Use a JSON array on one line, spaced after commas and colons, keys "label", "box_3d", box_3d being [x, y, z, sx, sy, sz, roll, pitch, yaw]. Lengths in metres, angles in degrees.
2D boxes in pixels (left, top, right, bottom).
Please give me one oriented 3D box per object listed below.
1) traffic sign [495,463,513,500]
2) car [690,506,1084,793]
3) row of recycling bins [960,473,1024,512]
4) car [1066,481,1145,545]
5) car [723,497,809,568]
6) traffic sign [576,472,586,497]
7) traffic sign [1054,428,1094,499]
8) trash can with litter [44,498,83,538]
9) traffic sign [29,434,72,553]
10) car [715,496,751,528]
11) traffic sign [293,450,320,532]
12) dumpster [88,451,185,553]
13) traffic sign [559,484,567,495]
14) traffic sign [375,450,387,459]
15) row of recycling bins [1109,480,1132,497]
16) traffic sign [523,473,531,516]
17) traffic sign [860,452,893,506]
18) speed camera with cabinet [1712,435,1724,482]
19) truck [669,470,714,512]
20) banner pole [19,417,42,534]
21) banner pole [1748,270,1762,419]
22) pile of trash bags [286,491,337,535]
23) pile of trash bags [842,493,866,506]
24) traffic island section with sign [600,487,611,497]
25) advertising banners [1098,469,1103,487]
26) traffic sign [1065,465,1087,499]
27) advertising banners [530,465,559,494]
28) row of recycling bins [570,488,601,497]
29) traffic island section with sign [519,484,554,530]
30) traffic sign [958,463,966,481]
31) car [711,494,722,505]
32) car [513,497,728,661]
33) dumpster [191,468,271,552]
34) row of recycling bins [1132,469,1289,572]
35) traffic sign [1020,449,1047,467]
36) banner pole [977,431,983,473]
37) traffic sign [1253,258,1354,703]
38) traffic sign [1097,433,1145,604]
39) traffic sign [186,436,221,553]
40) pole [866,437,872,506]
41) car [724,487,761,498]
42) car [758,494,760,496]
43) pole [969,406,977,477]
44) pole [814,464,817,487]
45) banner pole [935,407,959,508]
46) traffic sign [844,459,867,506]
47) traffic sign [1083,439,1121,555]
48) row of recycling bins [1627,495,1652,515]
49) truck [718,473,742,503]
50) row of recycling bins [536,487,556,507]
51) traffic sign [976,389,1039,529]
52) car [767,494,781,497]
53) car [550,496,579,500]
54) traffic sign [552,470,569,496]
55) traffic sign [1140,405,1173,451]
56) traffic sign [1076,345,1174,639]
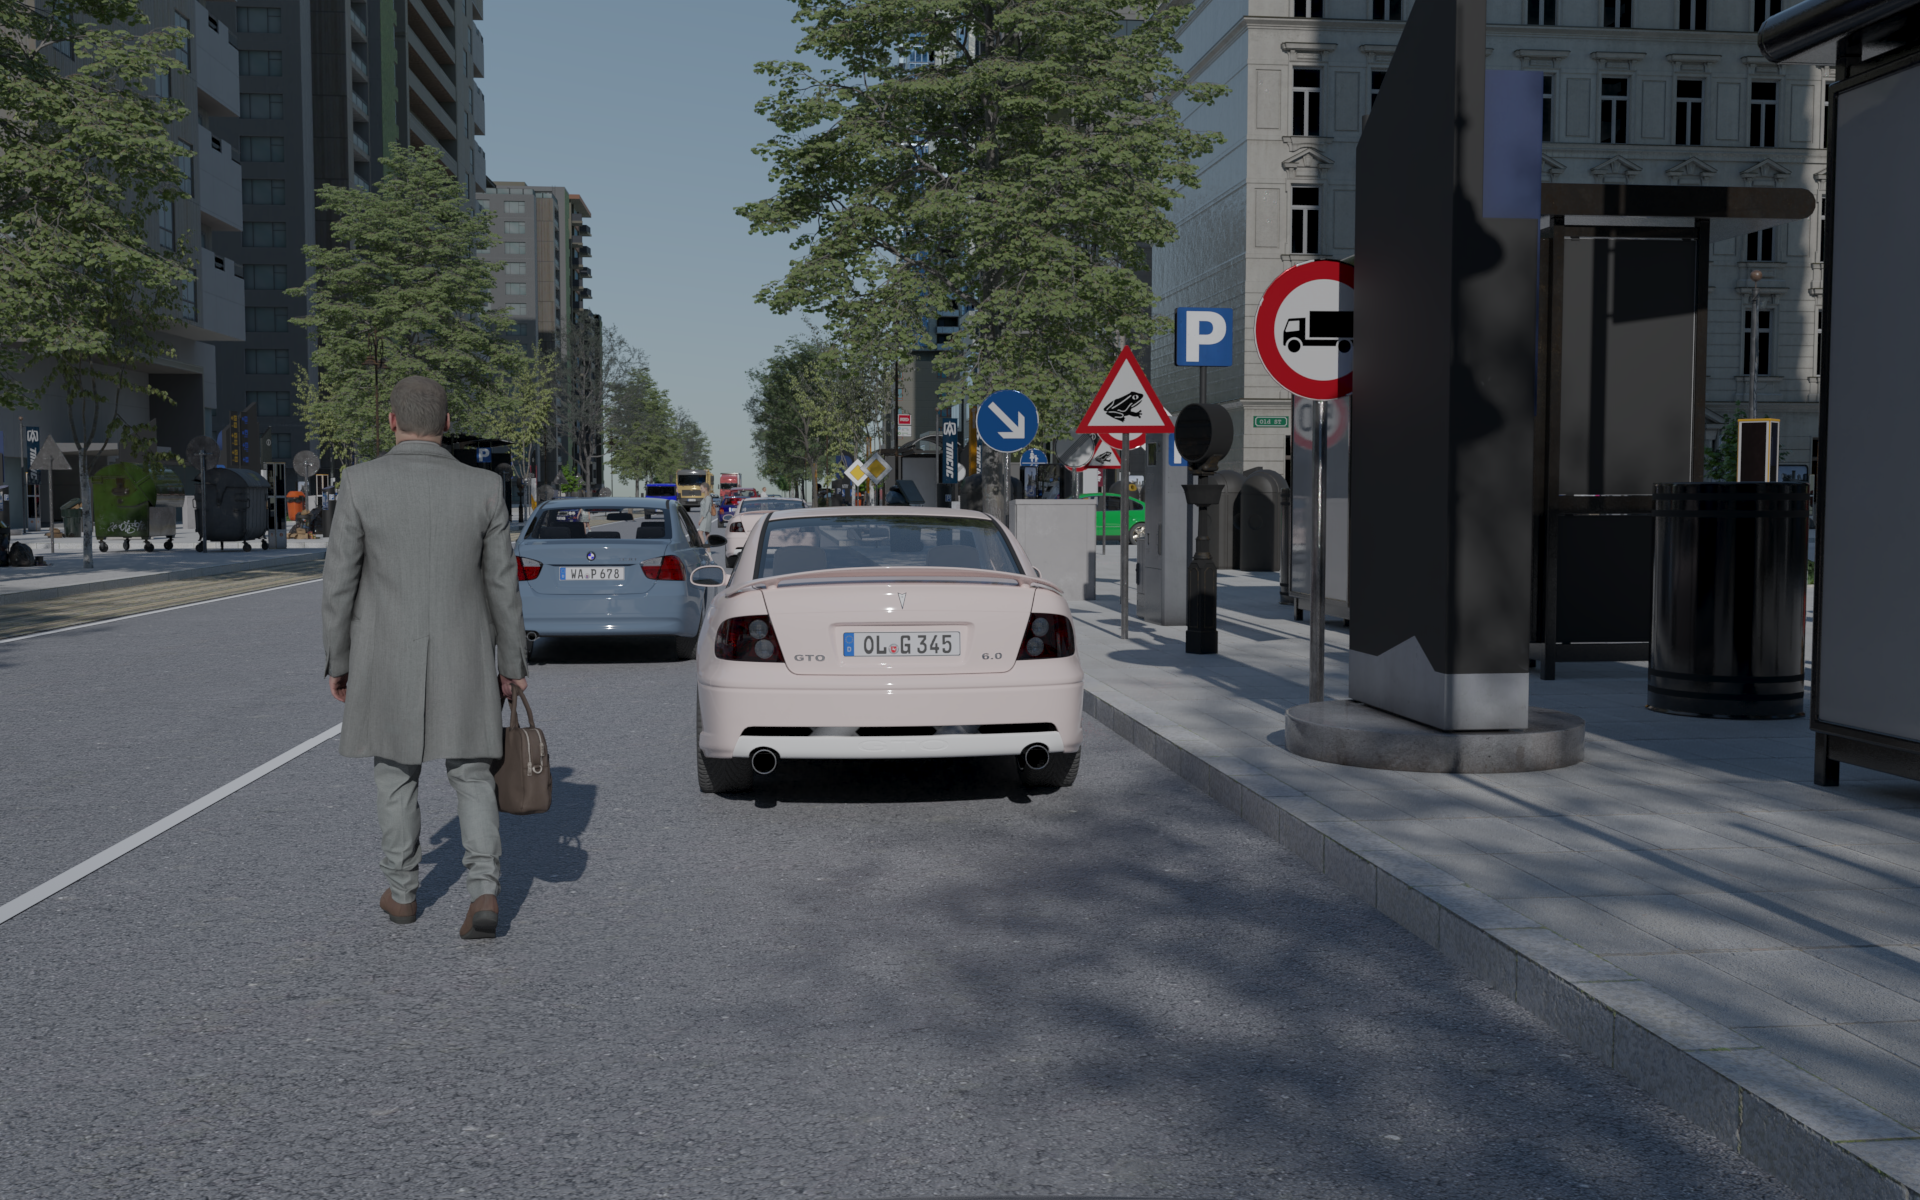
[{"label": "traffic sign", "box_3d": [-18.780, -4.357, 71.347, 0.768, 2.556, 0.104, 0, 4, 1]}, {"label": "car", "box_3d": [-0.492, 0.159, 9.762, 2.083, 1.381, 4.827, 0, 4, -6]}, {"label": "row of recycling bins", "box_3d": [0.713, -1.727, 35.341, 1.069, 1.692, 3.534, 1, 4, 11]}, {"label": "car", "box_3d": [3.393, -2.314, 46.638, 4.718, 1.807, 1.959, 0, 4, -6]}, {"label": "car", "box_3d": [-3.760, -1.384, 34.991, 2.083, 1.381, 4.827, 0, 4, -5]}, {"label": "traffic sign", "box_3d": [-22.757, -6.320, 103.337, 0.884, 2.594, 0.081, 0, 4, -4]}, {"label": "traffic sign", "box_3d": [2.192, -2.028, 33.265, 0.768, 2.556, 0.104, 0, 4, -1]}, {"label": "trash can with litter", "box_3d": [-26.189, -2.405, 50.701, 0.624, 1.170, 1.055, 2, 4, 32]}, {"label": "traffic sign", "box_3d": [-19.770, -2.304, 37.667, 0.884, 2.594, 0.081, 0, 4, -5]}, {"label": "car", "box_3d": [-9.601, -3.806, 74.807, 1.945, 1.354, 3.894, 0, 4, -7]}, {"label": "traffic sign", "box_3d": [-19.055, -3.083, 50.507, 0.768, 2.556, 0.104, 0, 4, -4]}, {"label": "dumpster", "box_3d": [-18.431, -2.218, 38.751, 1.502, 2.255, 1.985, 0, 4, -7]}, {"label": "traffic sign", "box_3d": [-23.403, -6.304, 103.068, 0.884, 2.594, 0.081, 0, 4, -4]}, {"label": "traffic sign", "box_3d": [-13.263, -2.219, 39.917, 0.795, 2.450, 0.064, 0, 4, -6]}, {"label": "row of recycling bins", "box_3d": [6.179, -2.719, 51.570, 3.534, 1.692, 1.069, 0, 4, -6]}, {"label": "traffic sign", "box_3d": [-25.660, -6.306, 103.204, 0.768, 2.556, 0.104, 0, 4, -5]}, {"label": "traffic sign", "box_3d": [-1.989, -2.296, 41.179, 0.795, 2.450, 0.064, 0, 4, -6]}, {"label": "speed camera with cabinet", "box_3d": [25.780, -3.864, 57.516, 0.660, 3.252, 2.038, 0, 4, -7]}, {"label": "truck", "box_3d": [-21.292, -8.750, 138.989, 3.469, 3.379, 9.791, 0, 4, -5]}, {"label": "banner pole", "box_3d": [-30.221, -4.051, 56.249, 0.401, 3.779, 0.863, 2, 4, 27]}, {"label": "banner pole", "box_3d": [8.814, -1.788, 19.252, 0.401, 3.779, 0.863, 1, 4, 21]}, {"label": "pile of trash bags", "box_3d": [-19.964, -2.758, 54.839, 1.912, 1.369, 3.447, 1, 4, 22]}, {"label": "pile of trash bags", "box_3d": [-4.734, -4.255, 79.315, 1.912, 1.369, 3.447, 0, 4, -3]}, {"label": "traffic island section with sign", "box_3d": [-19.824, -5.409, 97.070, 1.989, 1.847, 2.006, 0, 4, -6]}, {"label": "advertising banners", "box_3d": [5.713, -4.080, 62.895, 2.074, 3.025, 0.090, 1, 4, 16]}, {"label": "traffic sign", "box_3d": [2.724, -2.451, 40.172, 0.768, 2.556, 0.104, 0, 4, -1]}, {"label": "advertising banners", "box_3d": [-25.016, -6.608, 104.222, 2.074, 3.025, 0.090, 1, 4, 23]}, {"label": "row of recycling bins", "box_3d": [-25.414, -6.775, 117.892, 1.069, 1.692, 3.534, 1, 4, 19]}, {"label": "traffic island section with sign", "box_3d": [-16.747, -3.762, 70.133, 1.989, 1.847, 2.006, 0, 4, -6]}, {"label": "traffic sign", "box_3d": [-0.158, -4.306, 70.516, 0.768, 2.556, 0.104, 0, 4, -2]}, {"label": "car", "box_3d": [-27.713, -11.142, 194.173, 2.014, 1.417, 4.499, 0, 4, -8]}, {"label": "car", "box_3d": [-3.202, -0.256, 16.189, 2.014, 1.417, 4.499, 0, 4, -6]}, {"label": "dumpster", "box_3d": [-16.337, -2.024, 38.849, 1.264, 1.857, 1.865, 0, 4, -6]}, {"label": "row of recycling bins", "box_3d": [4.446, -1.405, 30.091, 1.069, 1.692, 3.534, -2, 4, -27]}, {"label": "traffic sign", "box_3d": [2.071, -2.973, 48.720, 0.768, 2.556, 0.104, 0, 4, -1]}, {"label": "banner pole", "box_3d": [0.686, -3.942, 54.465, 0.863, 3.779, 0.401, -3, 5, -40]}, {"label": "traffic sign", "box_3d": [1.967, -0.573, 9.483, 0.768, 2.556, 0.104, 0, 4, -4]}, {"label": "traffic sign", "box_3d": [1.905, -1.222, 20.092, 0.768, 2.556, 0.104, 0, 4, -6]}, {"label": "traffic sign", "box_3d": [-16.487, -2.302, 37.749, 0.768, 2.556, 0.104, 0, 4, 3]}, {"label": "pole", "box_3d": [-3.259, -4.166, 61.965, 0.158, 3.312, 0.155, 0, 3, 0]}, {"label": "car", "box_3d": [-12.577, -5.624, 100.622, 2.281, 1.827, 5.304, 0, 4, -6]}, {"label": "car", "box_3d": [-22.959, -11.265, 193.972, 2.009, 1.686, 4.222, 0, 4, -5]}, {"label": "pole", "box_3d": [0.300, -2.834, 40.181, 0.158, 3.312, 0.155, 0, 3, 0]}, {"label": "pole", "box_3d": [-9.634, -7.441, 115.501, 0.158, 3.312, 0.155, 0, 3, 0]}, {"label": "banner pole", "box_3d": [-0.439, -3.675, 50.108, 0.863, 3.779, 0.401, -1, 4, -21]}, {"label": "traffic sign", "box_3d": [-2.895, -2.781, 49.113, 0.795, 2.450, 0.064, 0, 4, -6]}, {"label": "traffic sign", "box_3d": [3.033, -2.228, 36.438, 0.884, 2.594, 0.081, 0, 4, 0]}, {"label": "row of recycling bins", "box_3d": [41.682, -5.997, 105.168, 1.069, 1.692, 3.534, -2, 4, -27]}, {"label": "truck", "box_3d": [-30.636, -14.826, 231.325, 2.839, 4.237, 11.283, 0, 4, -5]}, {"label": "row of recycling bins", "box_3d": [-22.920, -5.414, 95.634, 1.069, 1.692, 3.534, 0, 4, -6]}, {"label": "traffic sign", "box_3d": [0.579, -1.291, 21.213, 0.768, 2.556, 0.104, 0, 4, 3]}, {"label": "car", "box_3d": [-12.918, -6.541, 118.955, 2.014, 1.417, 4.499, 0, 4, -7]}, {"label": "car", "box_3d": [-16.925, -3.751, 73.912, 1.945, 1.354, 3.894, 0, 4, -7]}, {"label": "traffic sign", "box_3d": [-21.292, -5.645, 92.299, 0.884, 2.594, 0.081, 0, 4, 1]}, {"label": "traffic sign", "box_3d": [2.515, -1.269, 21.932, 0.795, 2.450, 0.064, 0, 4, -5]}, {"label": "traffic sign", "box_3d": [1.455, -0.932, 15.244, 0.884, 2.594, 0.081, 0, 4, 0]}]
